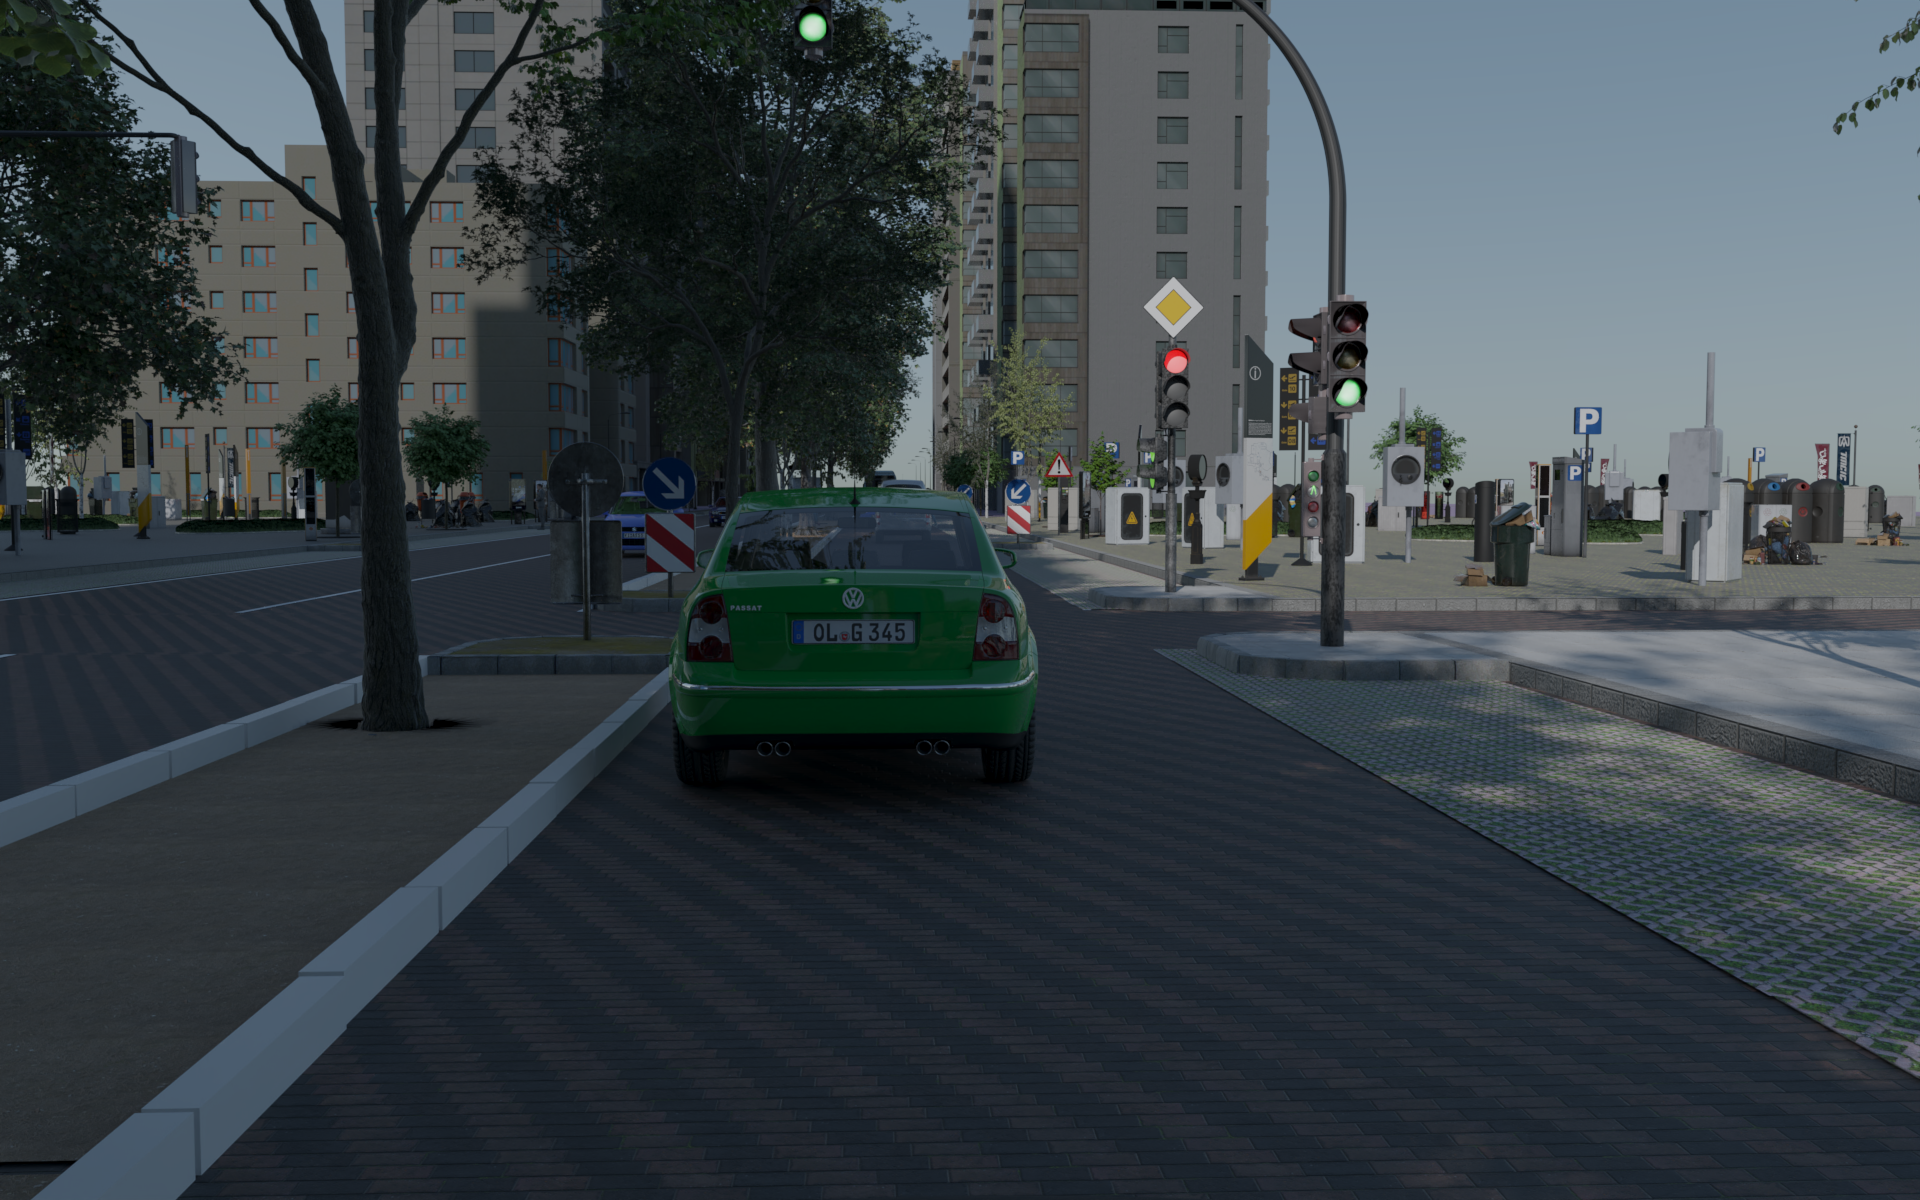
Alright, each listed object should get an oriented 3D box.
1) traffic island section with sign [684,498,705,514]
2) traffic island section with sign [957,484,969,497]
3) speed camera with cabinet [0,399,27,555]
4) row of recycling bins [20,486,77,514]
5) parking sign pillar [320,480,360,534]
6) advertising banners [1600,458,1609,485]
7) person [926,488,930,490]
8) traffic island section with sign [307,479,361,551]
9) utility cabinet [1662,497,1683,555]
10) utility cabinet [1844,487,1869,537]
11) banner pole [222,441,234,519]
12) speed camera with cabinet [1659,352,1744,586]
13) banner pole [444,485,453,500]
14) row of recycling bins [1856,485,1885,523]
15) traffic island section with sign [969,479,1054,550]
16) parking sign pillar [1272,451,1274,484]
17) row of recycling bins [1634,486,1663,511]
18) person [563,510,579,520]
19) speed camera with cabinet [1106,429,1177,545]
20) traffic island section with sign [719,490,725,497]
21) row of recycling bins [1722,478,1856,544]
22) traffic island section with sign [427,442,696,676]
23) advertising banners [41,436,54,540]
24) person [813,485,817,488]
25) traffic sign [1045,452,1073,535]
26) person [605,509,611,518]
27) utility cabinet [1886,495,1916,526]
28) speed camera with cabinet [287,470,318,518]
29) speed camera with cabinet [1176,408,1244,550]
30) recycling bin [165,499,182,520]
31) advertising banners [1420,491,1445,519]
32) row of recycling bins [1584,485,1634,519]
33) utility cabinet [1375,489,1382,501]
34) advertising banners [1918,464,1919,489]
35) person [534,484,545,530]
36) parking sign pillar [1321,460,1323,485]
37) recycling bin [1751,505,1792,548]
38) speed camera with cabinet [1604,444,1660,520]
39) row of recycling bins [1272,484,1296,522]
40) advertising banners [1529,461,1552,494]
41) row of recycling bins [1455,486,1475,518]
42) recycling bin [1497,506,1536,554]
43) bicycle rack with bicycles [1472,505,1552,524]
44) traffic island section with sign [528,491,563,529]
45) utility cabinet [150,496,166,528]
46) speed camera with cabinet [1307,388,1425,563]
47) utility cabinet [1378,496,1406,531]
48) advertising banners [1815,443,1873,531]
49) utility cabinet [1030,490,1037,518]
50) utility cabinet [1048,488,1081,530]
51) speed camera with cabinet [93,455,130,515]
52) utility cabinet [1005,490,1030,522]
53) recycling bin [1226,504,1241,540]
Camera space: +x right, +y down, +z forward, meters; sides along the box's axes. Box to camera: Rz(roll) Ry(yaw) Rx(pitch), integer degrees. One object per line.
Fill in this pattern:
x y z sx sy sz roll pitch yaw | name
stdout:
-18.996 -6.912 121.645 1.989 1.847 2.006 0 4 -3 | traffic island section with sign
0.054 -3.891 72.242 1.989 1.847 2.006 0 4 -3 | traffic island section with sign
-20.595 -2.565 36.271 2.038 3.252 0.660 1 4 16 | speed camera with cabinet
-46.663 -4.978 88.499 3.534 1.692 1.069 1 4 17 | row of recycling bins
-19.869 -4.116 55.771 1.447 3.967 1.447 2 4 32 | parking sign pillar
30.966 -5.427 84.922 2.074 3.025 0.090 -1 4 -19 | advertising banners
-1.378 -4.199 77.988 0.563 1.720 0.643 -3 5 -44 | person
-15.269 -2.159 43.927 1.989 1.847 2.006 0 4 -3 | traffic island section with sign
15.262 -1.583 37.045 0.306 1.237 1.020 2 4 29 | utility cabinet
26.123 -2.596 51.121 1.173 1.500 0.318 3 5 43 | utility cabinet
-34.748 -5.645 82.320 0.401 3.779 0.863 2 4 28 | banner pole
10.744 -1.870 24.916 0.660 3.252 2.038 3 4 37 | speed camera with cabinet
-24.092 -5.607 81.684 0.401 3.779 0.863 1 4 14 | banner pole
39.518 -4.313 77.630 3.534 1.692 1.069 3 5 43 | row of recycling bins
1.362 -2.244 45.319 1.989 1.847 2.006 0 4 -3 | traffic island section with sign
13.583 -5.479 78.046 1.447 3.967 1.447 -2 4 -29 | parking sign pillar
35.665 -5.146 91.247 3.534 1.692 1.069 -1 4 -18 | row of recycling bins
-9.698 -2.123 43.401 0.537 1.800 0.526 -2 4 -27 | person
4.721 -3.036 43.968 2.038 3.252 0.660 -2 4 -25 | speed camera with cabinet
-20.283 -8.559 148.569 1.989 1.847 2.006 0 4 -3 | traffic island section with sign
21.379 -2.329 45.200 3.534 1.692 1.069 -1 4 -13 | row of recycling bins
-3.257 -0.395 14.596 2.006 1.907 1.989 0 4 -3 | traffic island section with sign
-25.539 -3.198 48.480 0.090 3.025 2.074 -3 4 -36 | advertising banners
-6.557 -4.266 78.259 0.555 1.821 0.388 -1 4 -22 | person
3.070 -3.285 53.719 0.884 2.594 0.081 0 4 0 | traffic sign
-16.485 -4.461 81.613 0.709 1.800 0.728 2 4 33 | person
37.592 -3.548 69.173 0.306 1.237 1.020 -2 4 -35 | utility cabinet
-33.980 -5.817 89.449 0.660 3.252 2.038 1 4 9 | speed camera with cabinet
5.950 -2.811 40.294 0.660 3.252 2.038 -2 4 -26 | speed camera with cabinet
-39.792 -4.578 87.409 0.722 1.027 0.722 0 4 3 | recycling bin
23.714 -5.622 88.114 2.074 3.025 0.090 -1 4 -10 | advertising banners
28.481 -4.317 77.698 3.534 1.692 1.069 -2 4 -30 | row of recycling bins
18.140 -3.939 73.085 1.173 1.500 0.318 3 5 39 | utility cabinet
56.029 -6.337 99.800 0.090 3.025 2.074 -1 4 -18 | advertising banners
-16.717 -3.703 68.852 0.447 1.846 0.655 -1 4 -9 | person
20.387 -6.546 95.496 1.447 3.967 1.447 -2 4 -24 | parking sign pillar
18.982 -1.711 40.533 0.722 1.027 0.722 1 4 10 | recycling bin
26.603 -4.537 68.523 2.038 3.252 0.660 1 4 16 | speed camera with cabinet
12.880 -3.812 69.445 1.069 1.692 3.534 -3 5 -39 | row of recycling bins
31.418 -5.915 92.902 2.074 3.025 0.090 -1 4 -13 | advertising banners
27.895 -5.214 92.363 1.069 1.692 3.534 -2 4 -34 | row of recycling bins
11.951 -1.508 37.216 0.722 1.027 0.722 1 4 10 | recycling bin
17.824 -2.558 55.205 2.925 0.926 2.852 1 4 18 | bicycle rack with bicycles
-16.577 -3.825 71.173 1.989 1.847 2.006 0 4 -3 | traffic island section with sign
-30.794 -3.357 66.045 0.306 1.237 1.020 2 4 24 | utility cabinet
7.528 -2.312 32.140 2.038 3.252 0.660 0 4 4 | speed camera with cabinet
15.153 -3.021 60.555 1.020 1.237 0.306 1 4 23 | utility cabinet
30.563 -3.900 59.954 2.074 3.025 0.090 0 4 -2 | advertising banners
3.528 -5.100 92.061 1.173 1.500 0.318 3 4 37 | utility cabinet
3.663 -3.177 60.624 1.173 1.500 0.318 2 4 31 | utility cabinet
-43.570 -5.798 89.137 0.660 3.252 2.038 1 4 20 | speed camera with cabinet
2.534 -4.282 78.695 0.318 1.500 1.173 -3 5 -39 | utility cabinet
7.844 -2.197 48.477 0.722 1.027 0.722 1 4 13 | recycling bin
